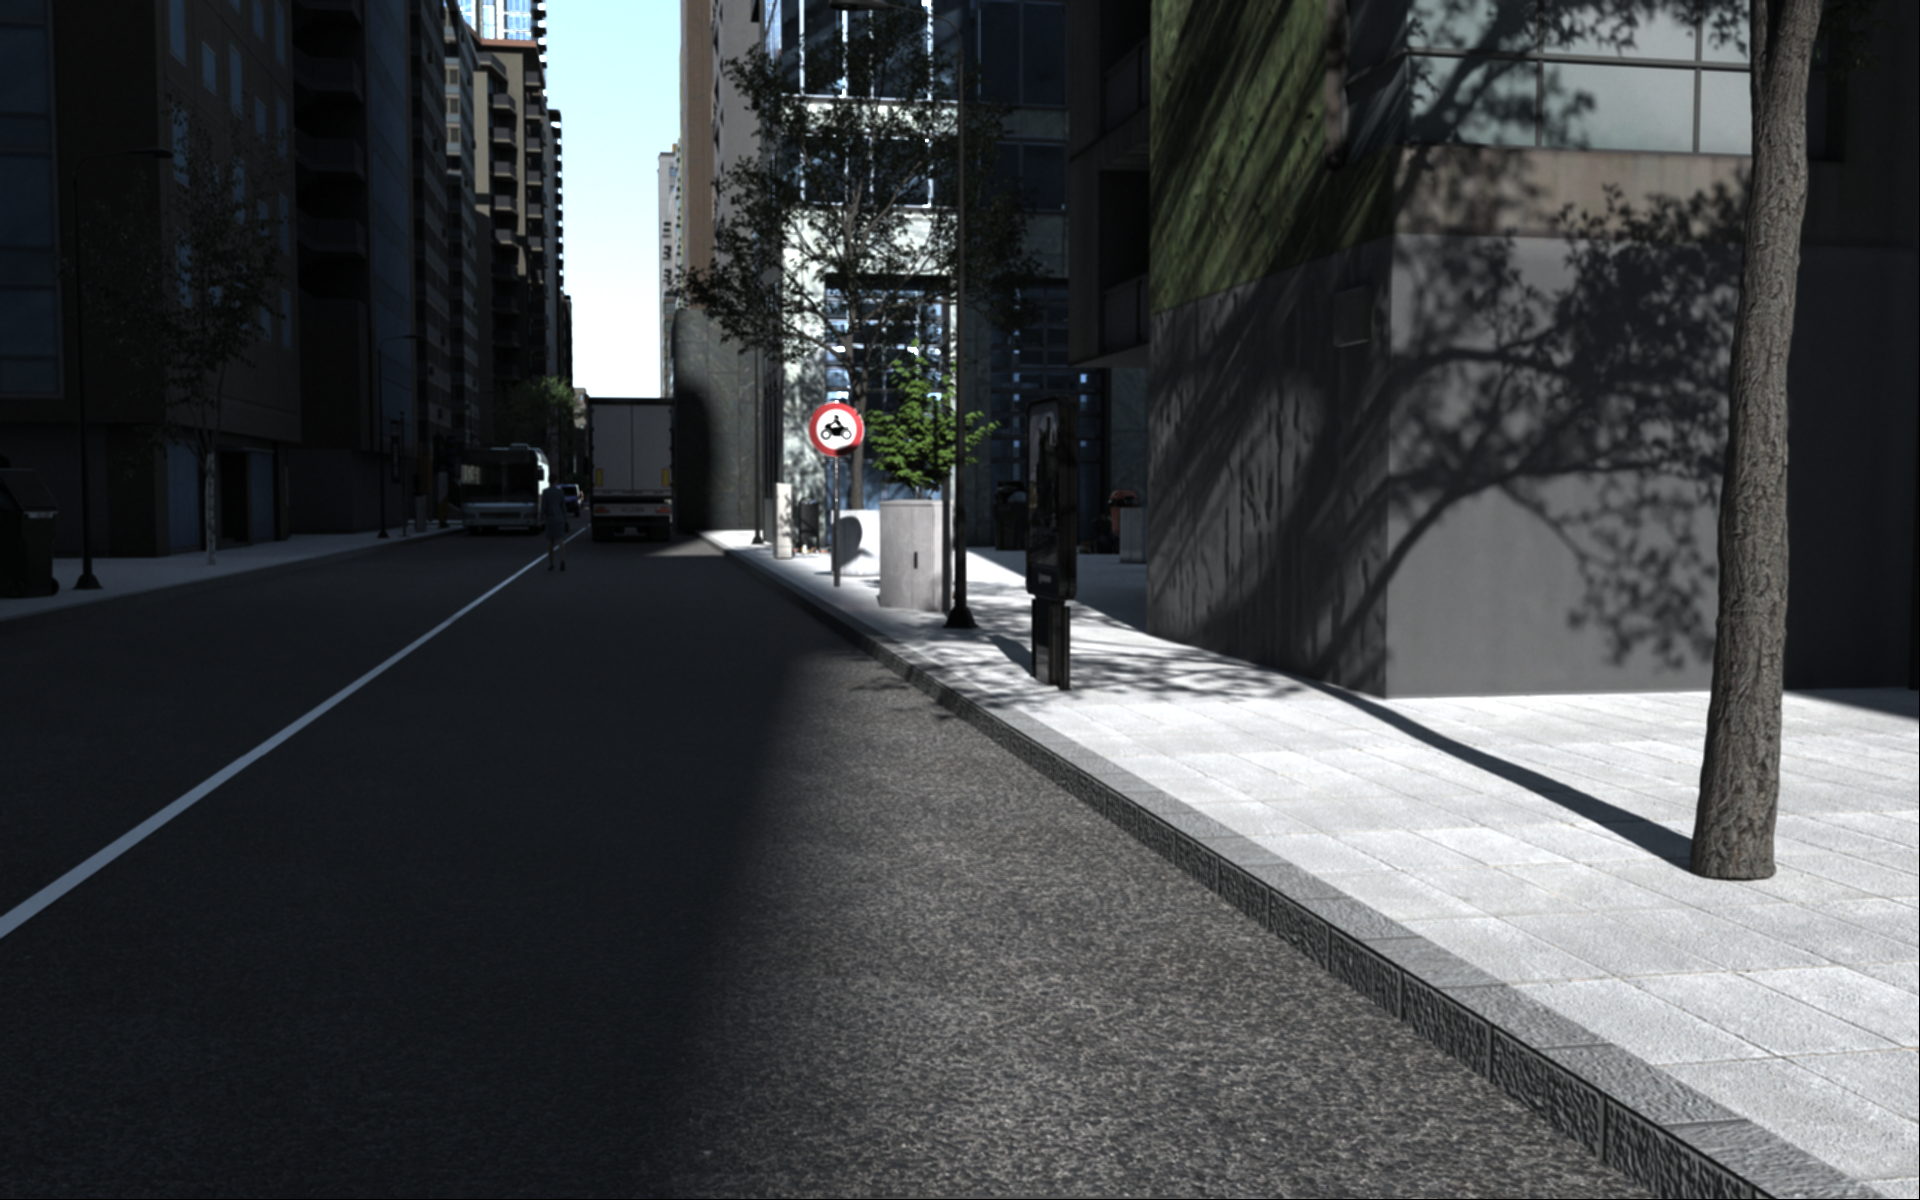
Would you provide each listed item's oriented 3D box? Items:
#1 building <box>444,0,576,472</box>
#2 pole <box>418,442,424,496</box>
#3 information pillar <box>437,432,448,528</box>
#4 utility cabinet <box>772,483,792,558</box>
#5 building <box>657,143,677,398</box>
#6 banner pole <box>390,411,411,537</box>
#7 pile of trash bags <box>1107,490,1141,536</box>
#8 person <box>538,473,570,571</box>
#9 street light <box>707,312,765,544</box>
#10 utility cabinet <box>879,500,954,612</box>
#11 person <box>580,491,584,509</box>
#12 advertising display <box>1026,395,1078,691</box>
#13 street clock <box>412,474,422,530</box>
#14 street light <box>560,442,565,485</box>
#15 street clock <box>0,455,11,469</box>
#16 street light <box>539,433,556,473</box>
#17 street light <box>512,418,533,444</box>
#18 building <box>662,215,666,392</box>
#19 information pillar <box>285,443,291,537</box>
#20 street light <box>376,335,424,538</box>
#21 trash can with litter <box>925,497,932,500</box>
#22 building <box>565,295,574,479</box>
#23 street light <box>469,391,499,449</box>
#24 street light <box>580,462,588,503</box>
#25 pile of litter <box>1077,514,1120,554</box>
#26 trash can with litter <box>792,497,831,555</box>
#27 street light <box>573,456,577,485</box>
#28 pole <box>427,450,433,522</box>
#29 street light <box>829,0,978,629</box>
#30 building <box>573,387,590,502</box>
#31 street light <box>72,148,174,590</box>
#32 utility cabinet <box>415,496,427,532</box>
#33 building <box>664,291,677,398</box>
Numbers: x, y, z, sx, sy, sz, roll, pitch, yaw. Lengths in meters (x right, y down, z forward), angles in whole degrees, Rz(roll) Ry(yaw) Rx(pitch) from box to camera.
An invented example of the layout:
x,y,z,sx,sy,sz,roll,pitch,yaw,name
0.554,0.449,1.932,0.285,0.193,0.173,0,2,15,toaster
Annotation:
x,y,z,sx,sy,sz,roll,pitch,yaw,name
-69.547,-57.982,260.681,22.319,86.520,31.000,-1,4,-11,building
-21.154,-4.533,67.955,0.158,3.312,0.155,0,3,0,pole
-19.469,-4.515,65.169,0.183,3.616,0.504,1,4,20,information pillar
-3.552,-1.590,34.681,0.318,1.500,1.173,-1,4,-10,utility cabinet
-41.124,-46.239,298.005,21.231,58.520,28.212,-1,4,-11,building
-16.826,-3.787,51.936,0.401,3.779,0.863,1,4,15,banner pole
4.495,-1.525,34.693,3.447,1.369,1.912,-2,4,-27,pile of trash bags
-7.577,-1.456,32.327,0.581,1.822,0.654,-1,4,-21,person
-5.707,-4.372,44.023,1.470,5.913,1.316,-1,4,-11,street light
-0.500,-0.499,19.327,0.306,1.237,1.020,-3,4,-38,utility cabinet
-37.209,-9.833,169.792,0.750,1.759,0.617,2,4,25,person
0.611,-0.397,11.709,0.123,1.923,0.974,-1,4,-11,advertising display
-19.507,-3.528,62.247,0.358,2.002,0.471,0,4,-8,street clock
-35.748,-11.080,153.695,1.470,5.913,1.316,-1,4,-11,street light
-17.477,-1.641,31.408,0.471,2.002,0.358,-3,5,-41,street clock
-31.587,-9.778,132.419,1.470,5.913,1.316,-1,4,-11,street light
-26.571,-8.105,105.059,1.470,5.913,1.316,-1,4,-11,street light
-34.869,-39.759,269.675,23.786,49.044,30.456,-1,4,-11,building
-20.187,-3.680,51.522,0.183,3.616,0.504,1,4,17,information pillar
-16.306,-4.766,50.470,1.470,5.913,1.316,-1,4,-11,street light
-0.720,-1.727,39.293,1.678,1.210,2.233,-1,4,-13,trash can with litter
-61.084,-28.663,240.337,14.160,30.474,14.107,-1,4,-11,building
-21.437,-6.444,77.903,1.470,5.913,1.316,-1,4,-11,street light
-45.938,-14.429,208.453,1.470,5.913,1.316,-1,4,-11,street light
3.067,-1.429,37.330,1.719,0.858,1.176,1,4,17,pile of litter
-2.927,-1.637,37.820,2.233,1.210,1.678,-3,5,-44,trash can with litter
-40.967,-12.767,181.283,1.470,5.913,1.316,-1,4,-11,street light
-24.267,-5.226,79.290,0.158,3.312,0.155,0,3,0,pole
-0.529,-2.683,16.406,1.470,5.913,1.316,-1,4,-11,street light
-76.774,-27.328,291.848,27.650,21.520,28.899,-1,4,-11,building
-11.252,-3.105,23.315,1.470,5.913,1.316,-1,4,-11,street light
-18.165,-2.887,58.364,0.306,1.237,1.020,-1,4,-13,utility cabinet
-35.144,-29.105,247.564,14.160,30.474,14.107,-1,4,-11,building
